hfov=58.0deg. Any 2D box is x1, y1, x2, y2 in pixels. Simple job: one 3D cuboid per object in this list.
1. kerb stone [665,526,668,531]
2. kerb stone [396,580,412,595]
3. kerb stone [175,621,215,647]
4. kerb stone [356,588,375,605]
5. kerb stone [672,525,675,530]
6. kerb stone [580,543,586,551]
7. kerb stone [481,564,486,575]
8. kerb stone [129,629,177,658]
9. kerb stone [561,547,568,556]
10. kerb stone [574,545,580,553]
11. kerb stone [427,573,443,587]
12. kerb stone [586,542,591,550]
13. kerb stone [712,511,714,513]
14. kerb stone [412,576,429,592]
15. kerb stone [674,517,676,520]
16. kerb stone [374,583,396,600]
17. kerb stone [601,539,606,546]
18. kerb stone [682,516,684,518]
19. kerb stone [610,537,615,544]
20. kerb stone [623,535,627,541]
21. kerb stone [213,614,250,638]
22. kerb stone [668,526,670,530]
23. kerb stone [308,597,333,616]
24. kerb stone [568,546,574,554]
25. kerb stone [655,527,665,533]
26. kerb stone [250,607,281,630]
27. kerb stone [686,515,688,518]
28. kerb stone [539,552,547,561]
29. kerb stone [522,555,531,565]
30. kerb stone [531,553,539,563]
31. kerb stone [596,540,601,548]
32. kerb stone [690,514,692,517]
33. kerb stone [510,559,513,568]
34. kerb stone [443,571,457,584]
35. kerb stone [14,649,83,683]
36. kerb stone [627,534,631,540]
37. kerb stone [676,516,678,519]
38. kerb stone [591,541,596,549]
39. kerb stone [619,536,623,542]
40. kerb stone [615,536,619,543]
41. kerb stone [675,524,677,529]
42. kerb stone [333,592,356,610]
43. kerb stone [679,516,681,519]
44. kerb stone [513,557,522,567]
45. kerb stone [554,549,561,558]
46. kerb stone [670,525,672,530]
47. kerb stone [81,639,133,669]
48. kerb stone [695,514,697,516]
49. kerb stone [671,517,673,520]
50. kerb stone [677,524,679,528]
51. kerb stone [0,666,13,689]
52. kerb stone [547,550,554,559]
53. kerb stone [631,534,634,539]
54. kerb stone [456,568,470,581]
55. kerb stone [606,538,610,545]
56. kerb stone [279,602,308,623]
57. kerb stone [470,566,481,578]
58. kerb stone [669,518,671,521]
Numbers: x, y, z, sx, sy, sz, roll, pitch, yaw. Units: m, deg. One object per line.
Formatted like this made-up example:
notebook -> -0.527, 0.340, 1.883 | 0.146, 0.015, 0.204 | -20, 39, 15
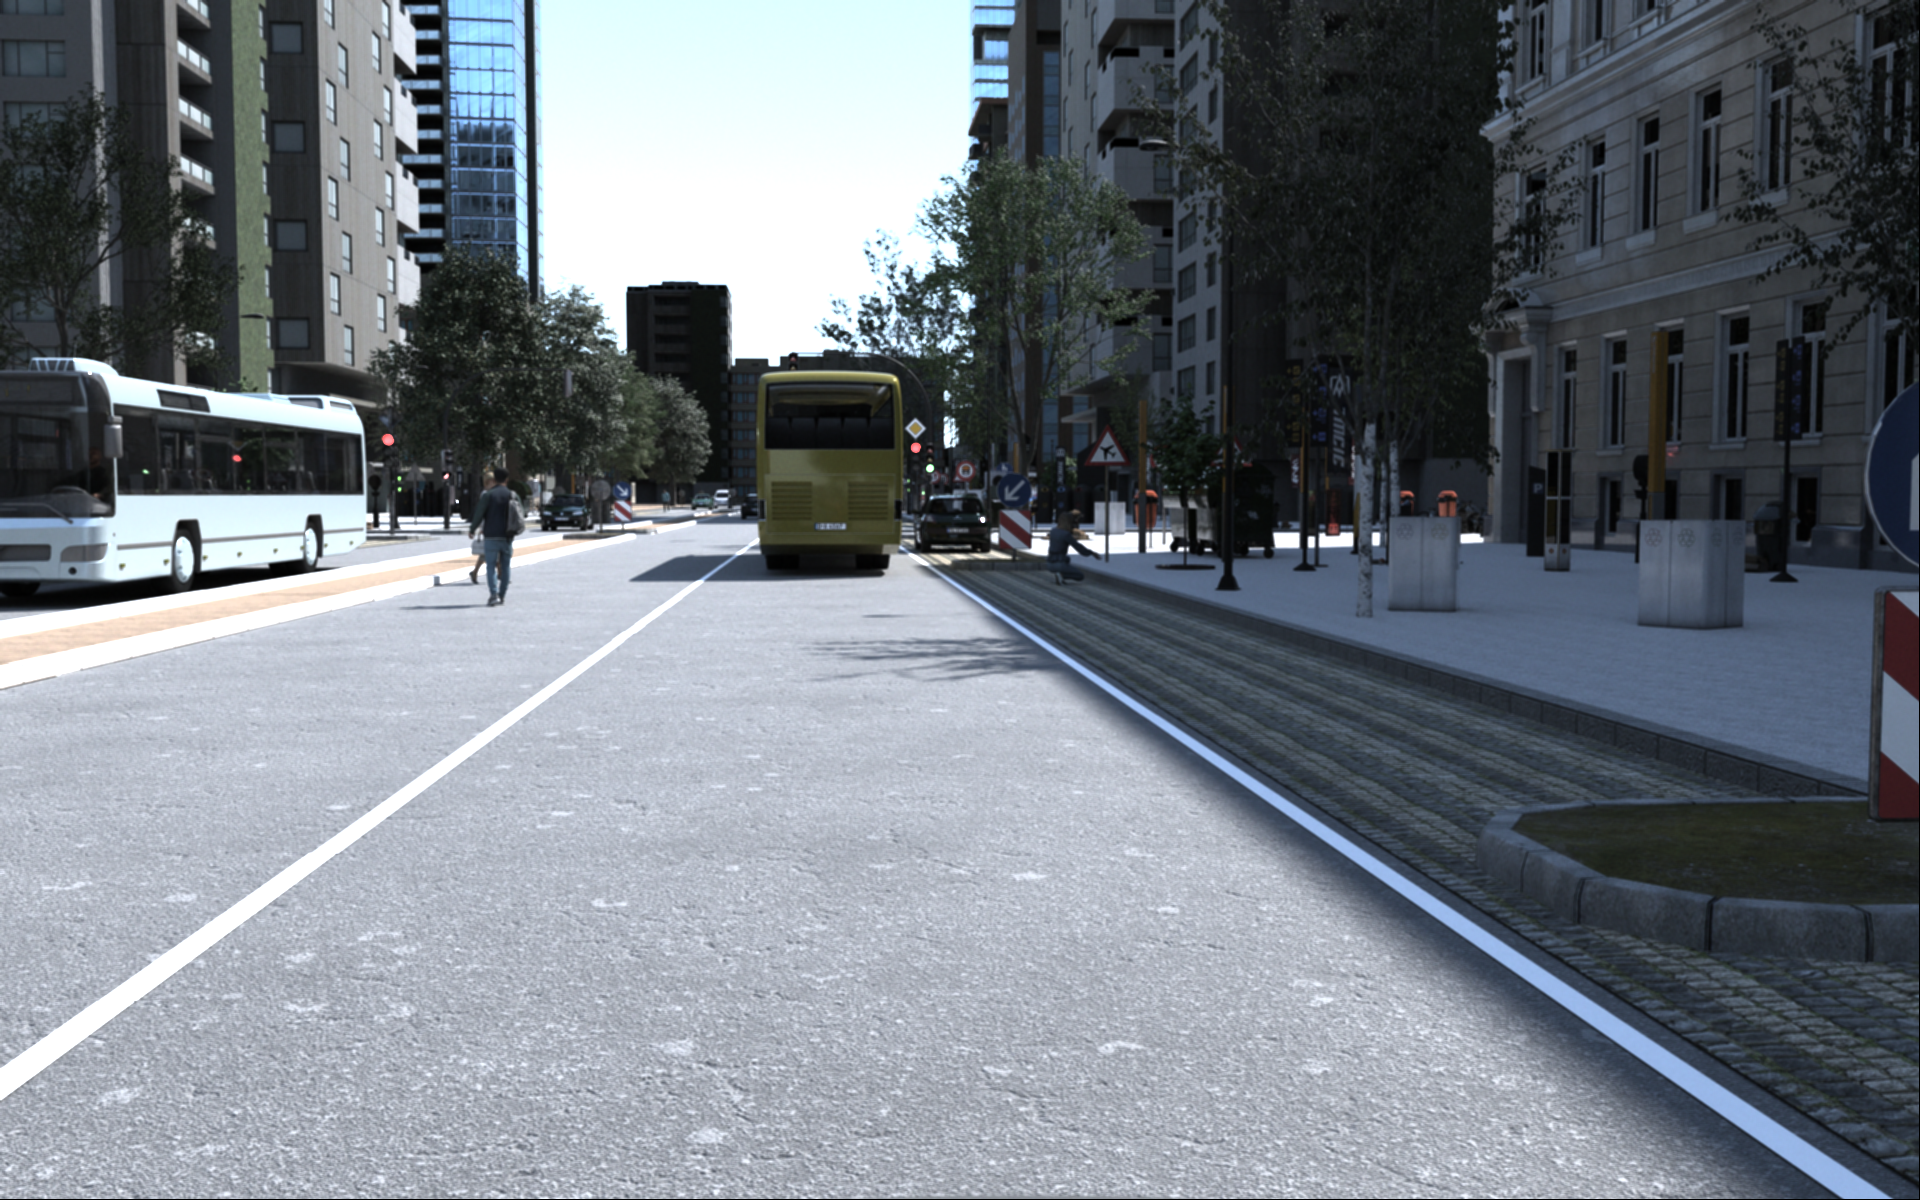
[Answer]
kerb stone -> -11.377, -2.690, 66.246 | 0.120, 0.150, 1.000 | 0, 4, -5
kerb stone -> -8.068, -0.161, 24.836 | 0.120, 0.150, 1.000 | 0, 4, -5
kerb stone -> -7.423, 0.339, 16.647 | 0.120, 0.150, 1.000 | 0, 4, -5
kerb stone -> -7.915, -0.031, 22.787 | 0.120, 0.150, 1.000 | 0, 4, -5
kerb stone -> -11.624, -2.882, 69.313 | 0.120, 0.150, 1.000 | 0, 4, -5
kerb stone -> -9.539, -1.287, 43.236 | 0.120, 0.150, 1.000 | 0, 4, -5
kerb stone -> -8.563, -0.537, 30.969 | 0.120, 0.150, 1.000 | 0, 4, -5
kerb stone -> -7.338, 0.402, 15.626 | 0.120, 0.150, 1.000 | 0, 4, -5
kerb stone -> -9.291, -1.099, 40.166 | 0.120, 0.150, 1.000 | 0, 4, -5
kerb stone -> -9.460, -1.224, 42.210 | 0.120, 0.150, 1.000 | 0, 4, -5
kerb stone -> -8.239, -0.287, 26.883 | 0.120, 0.150, 1.000 | 0, 4, -5
kerb stone -> -9.625, -1.349, 44.259 | 0.120, 0.150, 1.000 | 0, 4, -5
kerb stone -> -18.361, -6.428, 127.330 | 0.120, 0.150, 1.000 | 0, 4, -5
kerb stone -> -8.142, -0.217, 25.857 | 0.120, 0.150, 1.000 | 0, 4, -5
kerb stone -> -15.758, -4.432, 94.651 | 0.120, 0.150, 1.000 | 0, 4, -5
kerb stone -> -7.980, -0.099, 23.809 | 0.120, 0.150, 1.000 | 0, 4, -5
kerb stone -> -9.867, -1.537, 47.320 | 0.120, 0.150, 1.000 | 0, 4, -5
kerb stone -> -16.154, -4.743, 99.770 | 0.120, 0.150, 1.000 | 0, 4, -5
kerb stone -> -10.033, -1.658, 49.359 | 0.120, 0.150, 1.000 | 0, 4, -5
kerb stone -> -10.272, -1.848, 52.416 | 0.120, 0.150, 1.000 | 0, 4, -5
kerb stone -> -7.500, 0.278, 17.675 | 0.120, 0.150, 1.000 | 0, 4, -5
kerb stone -> -11.467, -2.756, 67.264 | 0.120, 0.150, 1.000 | 0, 4, -5
kerb stone -> -7.745, 0.098, 20.734 | 0.120, 0.150, 1.000 | 0, 4, -5
kerb stone -> -9.376, -1.162, 41.192 | 0.120, 0.150, 1.000 | 0, 4, -5
kerb stone -> -11.294, -2.631, 65.221 | 0.120, 0.150, 1.000 | 0, 4, -5
kerb stone -> -7.579, 0.215, 18.696 | 0.120, 0.150, 1.000 | 0, 4, -5
kerb stone -> -16.411, -4.932, 102.831 | 0.120, 0.150, 1.000 | 0, 4, -5
kerb stone -> -9.050, -0.911, 37.086 | 0.120, 0.150, 1.000 | 0, 4, -5
kerb stone -> -8.885, -0.784, 35.049 | 0.120, 0.150, 1.000 | 0, 4, -5
kerb stone -> -8.959, -0.848, 36.068 | 0.120, 0.150, 1.000 | 0, 4, -5
kerb stone -> -9.789, -1.474, 46.301 | 0.120, 0.150, 1.000 | 0, 4, -5
kerb stone -> -16.654, -5.117, 105.897 | 0.120, 0.150, 1.000 | 0, 4, -5
kerb stone -> -8.724, -0.660, 33.011 | 0.120, 0.150, 1.000 | 0, 4, -5
kerb stone -> -8.319, -0.343, 27.904 | 0.120, 0.150, 1.000 | 0, 4, -5
kerb stone -> -7.171, 0.527, 13.576 | 0.120, 0.150, 1.000 | 0, 4, -5
kerb stone -> -10.353, -1.911, 53.440 | 0.120, 0.150, 1.000 | 0, 4, -5
kerb stone -> -15.841, -4.490, 95.670 | 0.120, 0.150, 1.000 | 0, 4, -5
kerb stone -> -9.706, -1.412, 45.277 | 0.120, 0.150, 1.000 | 0, 4, -5
kerb stone -> -10.186, -1.785, 51.398 | 0.120, 0.150, 1.000 | 0, 4, -5
kerb stone -> -10.111, -1.724, 50.377 | 0.120, 0.150, 1.000 | 0, 4, -5
kerb stone -> -11.706, -2.943, 70.332 | 0.120, 0.150, 1.000 | 0, 4, -5
kerb stone -> -7.825, 0.031, 21.768 | 0.120, 0.150, 1.000 | 0, 4, -5
kerb stone -> -16.001, -4.619, 97.717 | 0.120, 0.150, 1.000 | 0, 4, -5
kerb stone -> -8.813, -0.721, 34.030 | 0.120, 0.150, 1.000 | 0, 4, -5
kerb stone -> -9.208, -1.033, 39.147 | 0.120, 0.150, 1.000 | 0, 4, -5
kerb stone -> -11.543, -2.817, 68.294 | 0.120, 0.150, 1.000 | 0, 4, -5
kerb stone -> -7.256, 0.464, 14.603 | 0.120, 0.150, 1.000 | 0, 4, -5
kerb stone -> -16.981, -5.369, 109.978 | 0.120, 0.150, 1.000 | 0, 4, -5
kerb stone -> -15.594, -4.307, 92.613 | 0.120, 0.150, 1.000 | 0, 4, -5
kerb stone -> -11.785, -3.007, 71.363 | 0.120, 0.150, 1.000 | 0, 4, -5
kerb stone -> -7.087, 0.597, 12.549 | 0.120, 0.150, 1.000 | 0, 4, -5
kerb stone -> -9.136, -0.971, 38.115 | 0.120, 0.150, 1.000 | 0, 4, -5
kerb stone -> -10.436, -1.973, 54.459 | 0.120, 0.150, 1.000 | 0, 4, -5
kerb stone -> -8.396, -0.408, 28.924 | 0.120, 0.150, 1.000 | 0, 4, -5
kerb stone -> -9.950, -1.599, 48.339 | 0.120, 0.150, 1.000 | 0, 4, -5
kerb stone -> -7.660, 0.152, 19.715 | 0.120, 0.150, 1.000 | 0, 4, -5
kerb stone -> -8.482, -0.473, 29.950 | 0.120, 0.150, 1.000 | 0, 4, -5
kerb stone -> -15.514, -4.240, 91.586 | 0.120, 0.150, 1.000 | 0, 4, -5
